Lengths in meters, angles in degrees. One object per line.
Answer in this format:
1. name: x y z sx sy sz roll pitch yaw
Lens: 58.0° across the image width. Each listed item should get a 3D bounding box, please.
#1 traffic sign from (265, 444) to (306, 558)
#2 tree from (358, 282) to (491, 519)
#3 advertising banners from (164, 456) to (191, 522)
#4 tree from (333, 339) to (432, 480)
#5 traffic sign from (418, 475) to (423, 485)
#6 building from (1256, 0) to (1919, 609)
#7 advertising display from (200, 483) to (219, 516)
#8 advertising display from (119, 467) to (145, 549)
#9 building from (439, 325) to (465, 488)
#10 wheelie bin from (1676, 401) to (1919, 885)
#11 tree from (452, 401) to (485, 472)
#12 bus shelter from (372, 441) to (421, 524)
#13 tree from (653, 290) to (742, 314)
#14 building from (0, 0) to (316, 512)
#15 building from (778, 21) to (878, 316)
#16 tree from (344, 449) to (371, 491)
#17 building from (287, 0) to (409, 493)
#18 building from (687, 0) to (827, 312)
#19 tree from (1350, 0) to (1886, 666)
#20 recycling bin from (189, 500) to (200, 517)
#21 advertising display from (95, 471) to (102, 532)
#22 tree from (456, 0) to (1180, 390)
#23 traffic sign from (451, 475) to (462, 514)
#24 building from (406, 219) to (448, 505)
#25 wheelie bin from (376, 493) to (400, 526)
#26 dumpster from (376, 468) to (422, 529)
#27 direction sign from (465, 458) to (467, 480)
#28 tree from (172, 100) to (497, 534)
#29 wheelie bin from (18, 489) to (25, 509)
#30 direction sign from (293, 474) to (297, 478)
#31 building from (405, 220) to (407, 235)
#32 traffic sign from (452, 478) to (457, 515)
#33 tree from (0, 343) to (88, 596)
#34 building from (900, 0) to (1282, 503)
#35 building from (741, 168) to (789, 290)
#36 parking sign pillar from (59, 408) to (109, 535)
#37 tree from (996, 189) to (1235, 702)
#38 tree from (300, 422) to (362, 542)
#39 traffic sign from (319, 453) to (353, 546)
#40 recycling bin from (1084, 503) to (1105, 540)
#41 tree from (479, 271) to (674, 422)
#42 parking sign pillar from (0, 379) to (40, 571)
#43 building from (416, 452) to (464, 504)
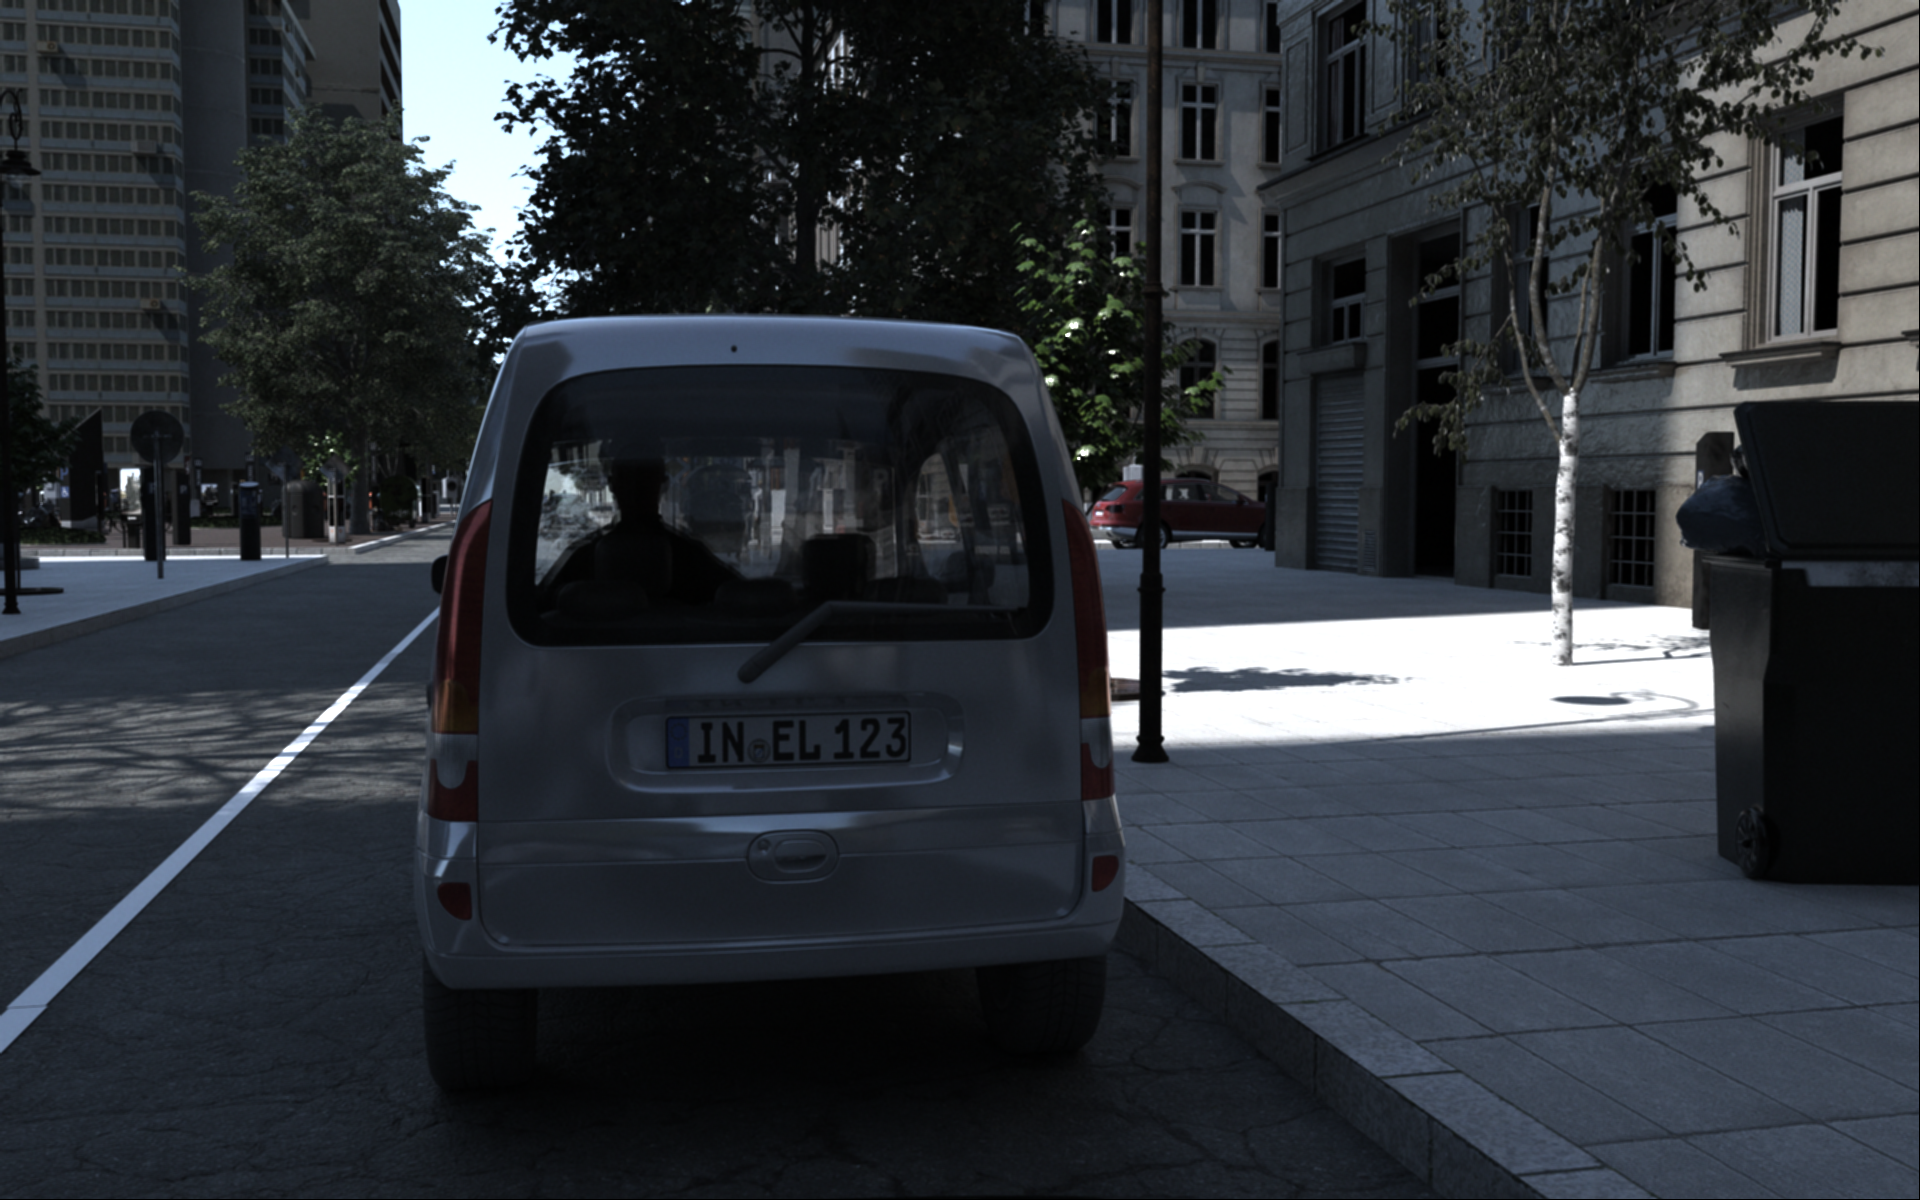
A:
1. traffic sign: -13.541 -1.906 34.813 0.795 2.450 0.064 -1 4 -13
2. tree: -27.616 -10.486 89.567 7.486 12.596 7.792 0 3 0
3. advertising banners: -35.262 -5.014 78.162 0.090 3.025 2.074 1 4 8
4. tree: -23.247 -7.347 70.491 4.360 8.622 3.978 0 3 0
5. traffic sign: -33.050 -6.536 106.860 0.884 2.594 0.081 0 4 -5
6. building: 15.829 -11.276 17.644 16.112 22.955 30.059 -1 4 -13
7. advertising display: -43.739 -5.855 100.950 0.974 1.923 0.123 -1 4 -12
8. advertising display: -19.556 -2.186 40.957 0.974 1.923 0.123 2 4 35
9. building: -81.963 -29.887 260.348 14.160 30.474 14.107 -1 4 -13
10. wheelie bin: 2.924 0.123 5.904 0.980 1.594 0.693 0 4 4
11. tree: -34.254 -10.507 122.149 4.737 8.622 4.395 0 3 0
12. bus shelter: -24.745 -5.207 76.414 1.731 3.624 6.357 -1 4 -13
13. tree: -8.474 -7.322 54.132 7.601 10.594 8.767 -3 5 -42
14. building: -59.665 -26.305 121.966 32.217 40.220 23.993 -1 4 -13
15. building: -1.166 -17.562 84.396 12.463 27.353 25.104 -1 4 -13
16. tree: -38.742 -7.796 111.175 4.285 4.588 4.351 0 3 0
17. building: -58.592 -31.903 145.310 21.300 48.544 21.600 -1 4 -13
18. building: -16.832 -28.514 149.790 14.154 41.232 14.086 -1 4 -13
19. tree: 4.663 -3.826 12.923 4.360 8.622 3.978 0 3 0
20. recycling bin: -33.891 -3.888 76.126 0.722 1.027 0.722 -3 5 -41
21. advertising display: -24.593 -2.707 49.469 0.123 1.923 0.974 -2 4 -28
22. tree: -1.976 -6.446 22.397 9.611 12.733 9.660 0 3 0
23. traffic sign: -33.207 -6.973 114.115 0.768 2.556 0.104 -1 4 -11
24. building: -79.853 -31.728 210.641 32.217 40.220 23.993 -1 4 -13
25. wheelie bin: -22.797 -3.746 69.157 0.980 1.594 0.693 -2 4 -29
26. dumpster: -21.034 -3.818 64.921 1.502 2.255 1.985 -1 4 -13
27. direction sign: -30.192 -6.966 105.885 0.379 3.537 0.876 -1 4 -15
28. tree: -19.368 -9.082 55.138 9.857 13.997 8.962 0 3 0
29. wheelie bin: -42.941 -4.337 78.821 0.980 1.594 0.693 0 4 2
30. direction sign: -33.446 -5.762 86.208 0.876 3.537 0.379 -3 5 -40
31. building: -60.011 -23.983 163.823 14.160 30.474 14.107 -1 4 -13
32. traffic sign: -31.496 -6.437 107.370 0.606 2.300 0.079 -1 4 -13
33. tree: -12.008 -1.690 22.231 1.663 3.219 1.824 0 3 0
34. building: 15.429 -15.026 64.752 34.723 24.649 14.460 -1 4 -13
35. building: -7.010 -16.331 108.813 13.314 21.916 24.055 -1 4 -13
36. parking sign pillar: -27.359 -4.004 53.938 1.447 3.967 1.447 1 4 21
37. tree: 0.916 -1.008 11.078 1.663 3.219 1.824 0 3 0
38. tree: -16.881 -3.192 46.795 1.663 3.219 1.824 0 3 0
39. traffic sign: -15.338 -2.382 42.594 0.795 2.450 0.064 -1 4 -13
40. recycling bin: 3.609 -2.208 48.660 0.722 1.027 0.722 -2 4 -31
41. tree: -15.462 -10.318 79.071 12.009 13.543 11.850 0 3 0
42. parking sign pillar: -16.522 -2.506 29.442 1.447 3.967 1.447 3 4 39
43. building: -83.256 -24.005 237.518 27.650 21.520 28.899 -1 4 -13
